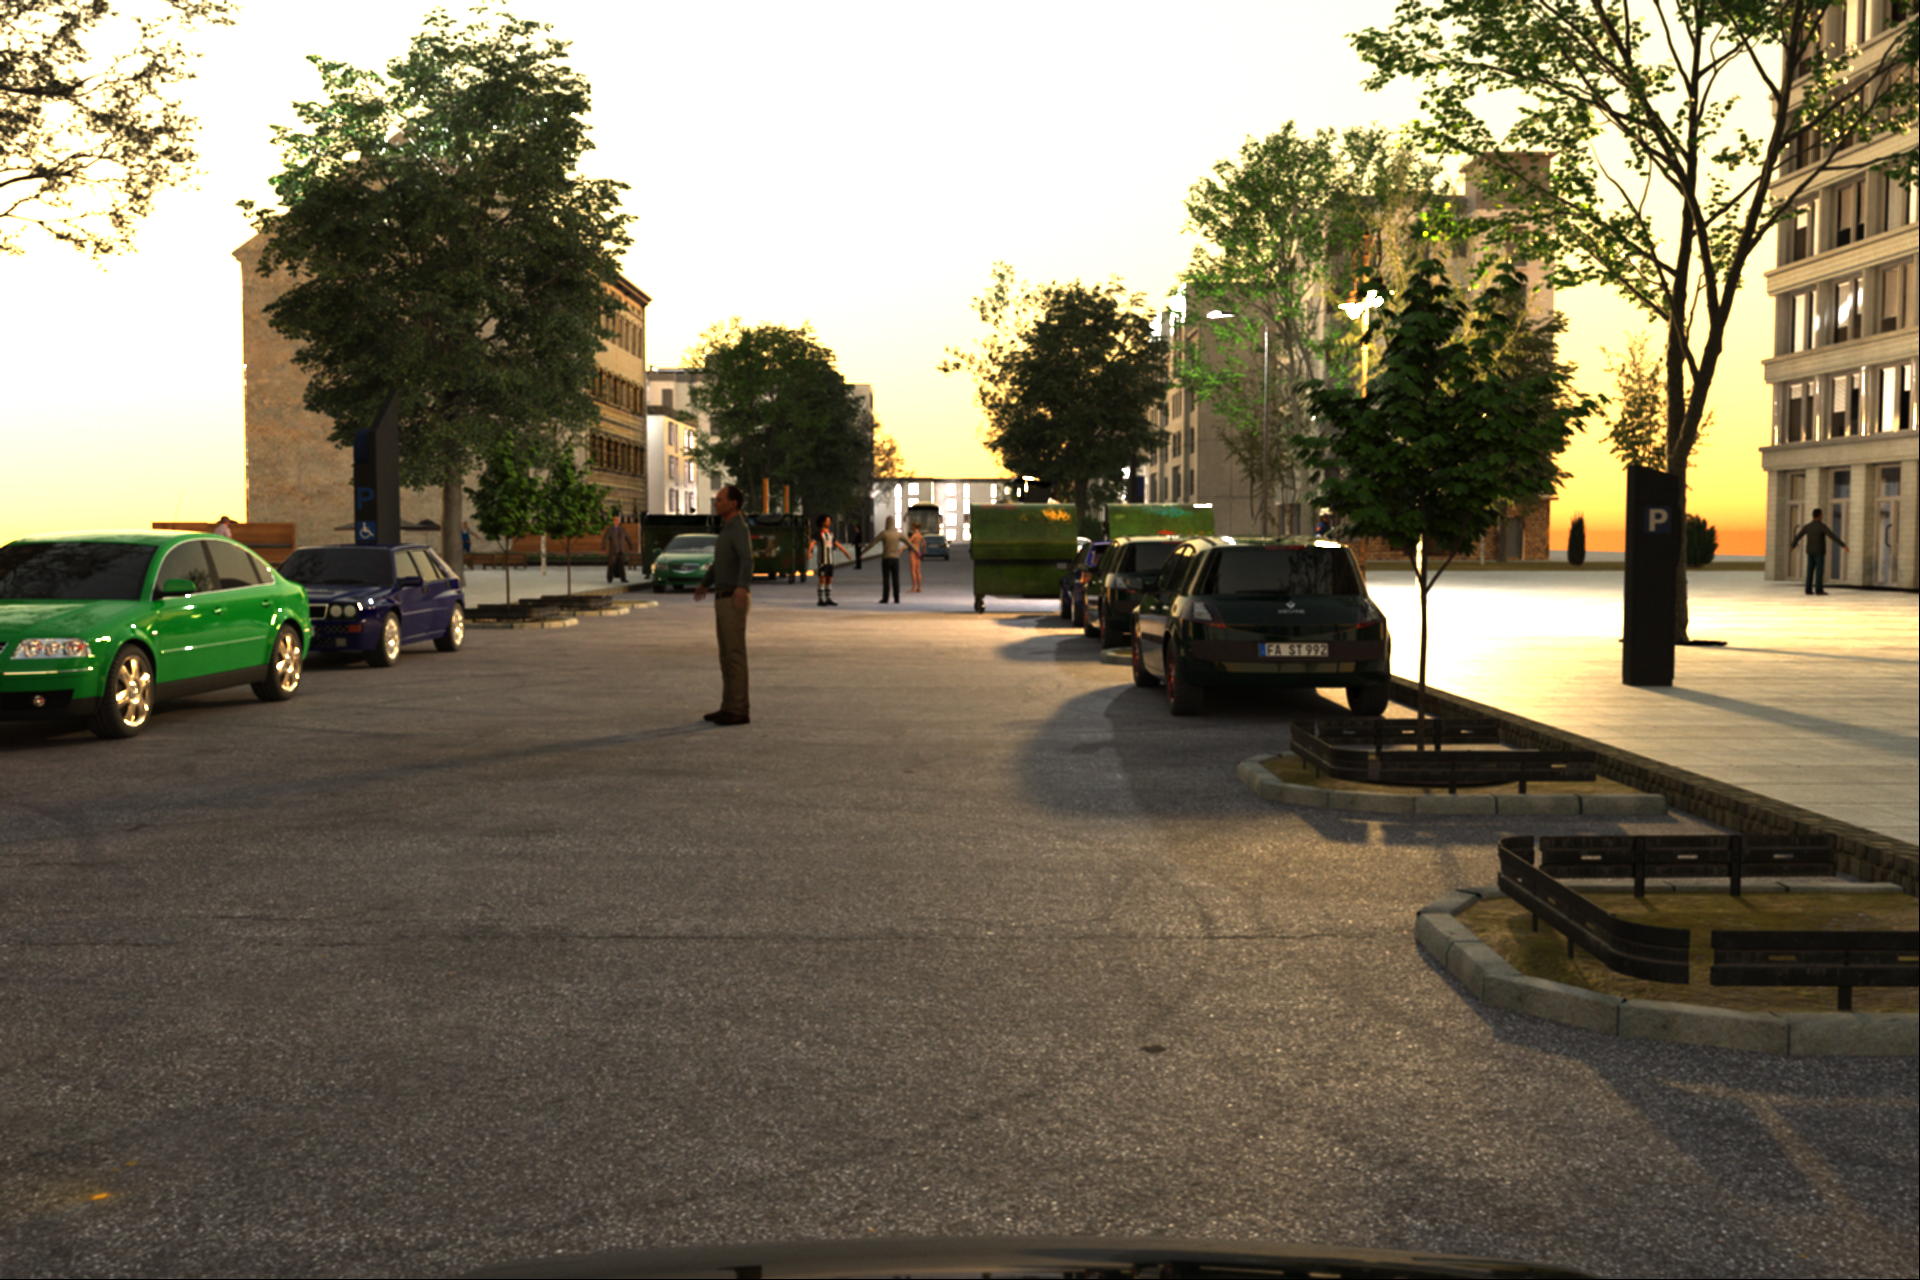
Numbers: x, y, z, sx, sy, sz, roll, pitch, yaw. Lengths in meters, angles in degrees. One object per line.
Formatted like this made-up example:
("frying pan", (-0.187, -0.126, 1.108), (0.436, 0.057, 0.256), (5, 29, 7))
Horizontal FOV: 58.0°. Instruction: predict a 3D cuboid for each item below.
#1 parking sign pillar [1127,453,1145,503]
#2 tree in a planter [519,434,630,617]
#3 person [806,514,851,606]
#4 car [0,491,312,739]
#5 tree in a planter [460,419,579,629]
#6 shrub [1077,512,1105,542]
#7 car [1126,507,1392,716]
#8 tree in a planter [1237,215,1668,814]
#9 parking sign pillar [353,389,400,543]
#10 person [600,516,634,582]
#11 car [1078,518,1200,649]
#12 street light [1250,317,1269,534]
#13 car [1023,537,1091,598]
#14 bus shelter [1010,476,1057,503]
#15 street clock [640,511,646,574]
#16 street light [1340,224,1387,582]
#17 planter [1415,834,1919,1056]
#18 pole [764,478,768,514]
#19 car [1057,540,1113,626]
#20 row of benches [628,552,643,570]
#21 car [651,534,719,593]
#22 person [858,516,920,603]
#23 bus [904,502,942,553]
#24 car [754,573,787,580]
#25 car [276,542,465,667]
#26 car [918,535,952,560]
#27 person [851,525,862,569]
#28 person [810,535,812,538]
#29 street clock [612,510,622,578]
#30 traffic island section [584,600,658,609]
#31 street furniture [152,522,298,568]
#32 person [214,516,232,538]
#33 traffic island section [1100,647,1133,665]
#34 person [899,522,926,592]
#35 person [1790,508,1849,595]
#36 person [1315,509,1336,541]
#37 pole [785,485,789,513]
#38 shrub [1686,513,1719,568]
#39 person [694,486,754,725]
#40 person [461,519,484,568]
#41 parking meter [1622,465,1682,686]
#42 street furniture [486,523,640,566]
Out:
("parking sign pillar", (5.933, -4.290, 58.619), (1.447, 3.967, 1.447), (0, 4, 0))
("tree in a planter", (-7.016, -2.066, 30.995), (1.991, 3.239, 1.994), (0, 4, 1))
("person", (-2.672, -1.590, 34.594), (0.704, 1.843, 1.345), (2, 4, 35))
("car", (-6.662, -0.290, 13.533), (1.959, 1.807, 4.718), (0, 4, 0))
("tree in a planter", (-7.079, -1.824, 27.037), (1.991, 3.239, 1.994), (0, 4, 1))
("shrub", (4.712, -3.615, 63.147), (1.661, 2.075, 1.752), (0, 3, 0))
("car", (2.501, -0.323, 15.067), (2.009, 1.686, 4.222), (0, 4, 0))
("tree in a planter", (2.627, -0.767, 9.758), (1.991, 3.239, 1.994), (0, 3, 0))
("parking sign pillar", (-10.619, -2.635, 31.558), (1.447, 3.967, 1.447), (0, 4, -1))
("person", (-9.065, -2.405, 45.923), (0.990, 1.755, 0.434), (-2, 4, -34))
("car", (2.595, -0.799, 22.854), (2.009, 1.686, 4.222), (0, 4, -1))
("street light", (6.931, -3.891, 36.162), (1.470, 5.913, 1.316), (0, 4, 0))
("car", (2.309, -1.702, 40.182), (2.083, 1.381, 4.827), (0, 4, -1))
("bus shelter", (3.106, -5.014, 73.263), (1.731, 3.624, 6.357), (0, 4, -1))
("street clock", (-10.038, -3.100, 55.254), (0.358, 2.002, 0.471), (0, 4, 1))
("street light", (6.114, -3.268, 26.218), (0.468, 5.910, 1.993), (0, 4, 0))
("planter", (2.600, 0.942, 5.740), (1.991, 0.319, 1.994), (0, 4, 1))
("pole", (-7.098, -4.255, 63.410), (0.158, 3.312, 0.155), (0, 3, 0))
("car", (2.579, -0.955, 28.202), (1.945, 1.354, 3.894), (0, 4, -1))
("row of benches", (-9.695, -2.816, 61.508), (4.104, 0.672, 1.422), (0, 4, 8))
("car", (-6.587, -1.959, 43.830), (2.131, 1.459, 4.920), (0, 4, 0))
("person", (-1.449, -1.672, 35.929), (1.348, 1.813, 0.705), (-1, 4, -19))
("bus", (-2.748, -8.860, 136.412), (2.896, 3.916, 12.252), (0, 4, 0))
("car", (-6.580, -2.854, 55.453), (1.959, 1.807, 4.718), (0, 4, 1))
("car", (-6.980, -0.446, 19.876), (1.945, 1.354, 3.894), (0, 4, 0))
("car", (-1.469, -5.110, 95.550), (2.014, 1.417, 4.499), (0, 4, 0))
("person", (-4.192, -3.805, 70.847), (0.705, 1.806, 1.347), (-1, 4, -17))
("person", (-7.162, -4.390, 78.492), (1.216, 1.740, 0.721), (-1, 4, -14))
("street clock", (-10.036, -2.821, 50.693), (0.358, 2.002, 0.471), (0, 4, 0))
("traffic island section", (-7.030, -0.690, 34.154), (1.991, 0.108, 1.994), (0, 4, 1))
("street furniture", (-29.524, -3.716, 67.614), (11.010, 1.723, 9.812), (-1, 4, -17))
("person", (-17.025, -2.032, 40.205), (0.756, 1.711, 0.436), (3, 5, 44))
("traffic island section", (2.621, 0.191, 19.739), (1.991, 0.108, 1.994), (0, 4, 0))
("person", (-1.164, -2.047, 42.723), (0.721, 1.733, 1.217), (2, 4, 31))
("person", (18.074, -1.863, 36.529), (0.705, 1.821, 1.348), (-2, 4, -28))
("person", (7.828, -1.905, 37.015), (0.704, 1.845, 1.351), (2, 4, 29))
("pole", (-7.263, -4.822, 72.680), (0.158, 3.312, 0.155), (0, 3, 0))
("shrub", (28.032, -3.793, 66.063), (1.661, 2.075, 1.752), (0, 3, 0))
("person", (-1.761, -0.270, 13.147), (0.705, 1.796, 1.348), (-1, 4, -21))
("person", (-18.698, -3.644, 65.443), (1.347, 1.847, 0.705), (-1, 4, -20))
("parking meter", (5.860, -0.548, 14.666), (0.399, 1.863, 0.255), (0, 4, 0))
("street furniture", (-17.381, -3.982, 71.962), (9.812, 1.723, 11.010), (-1, 4, -9))
